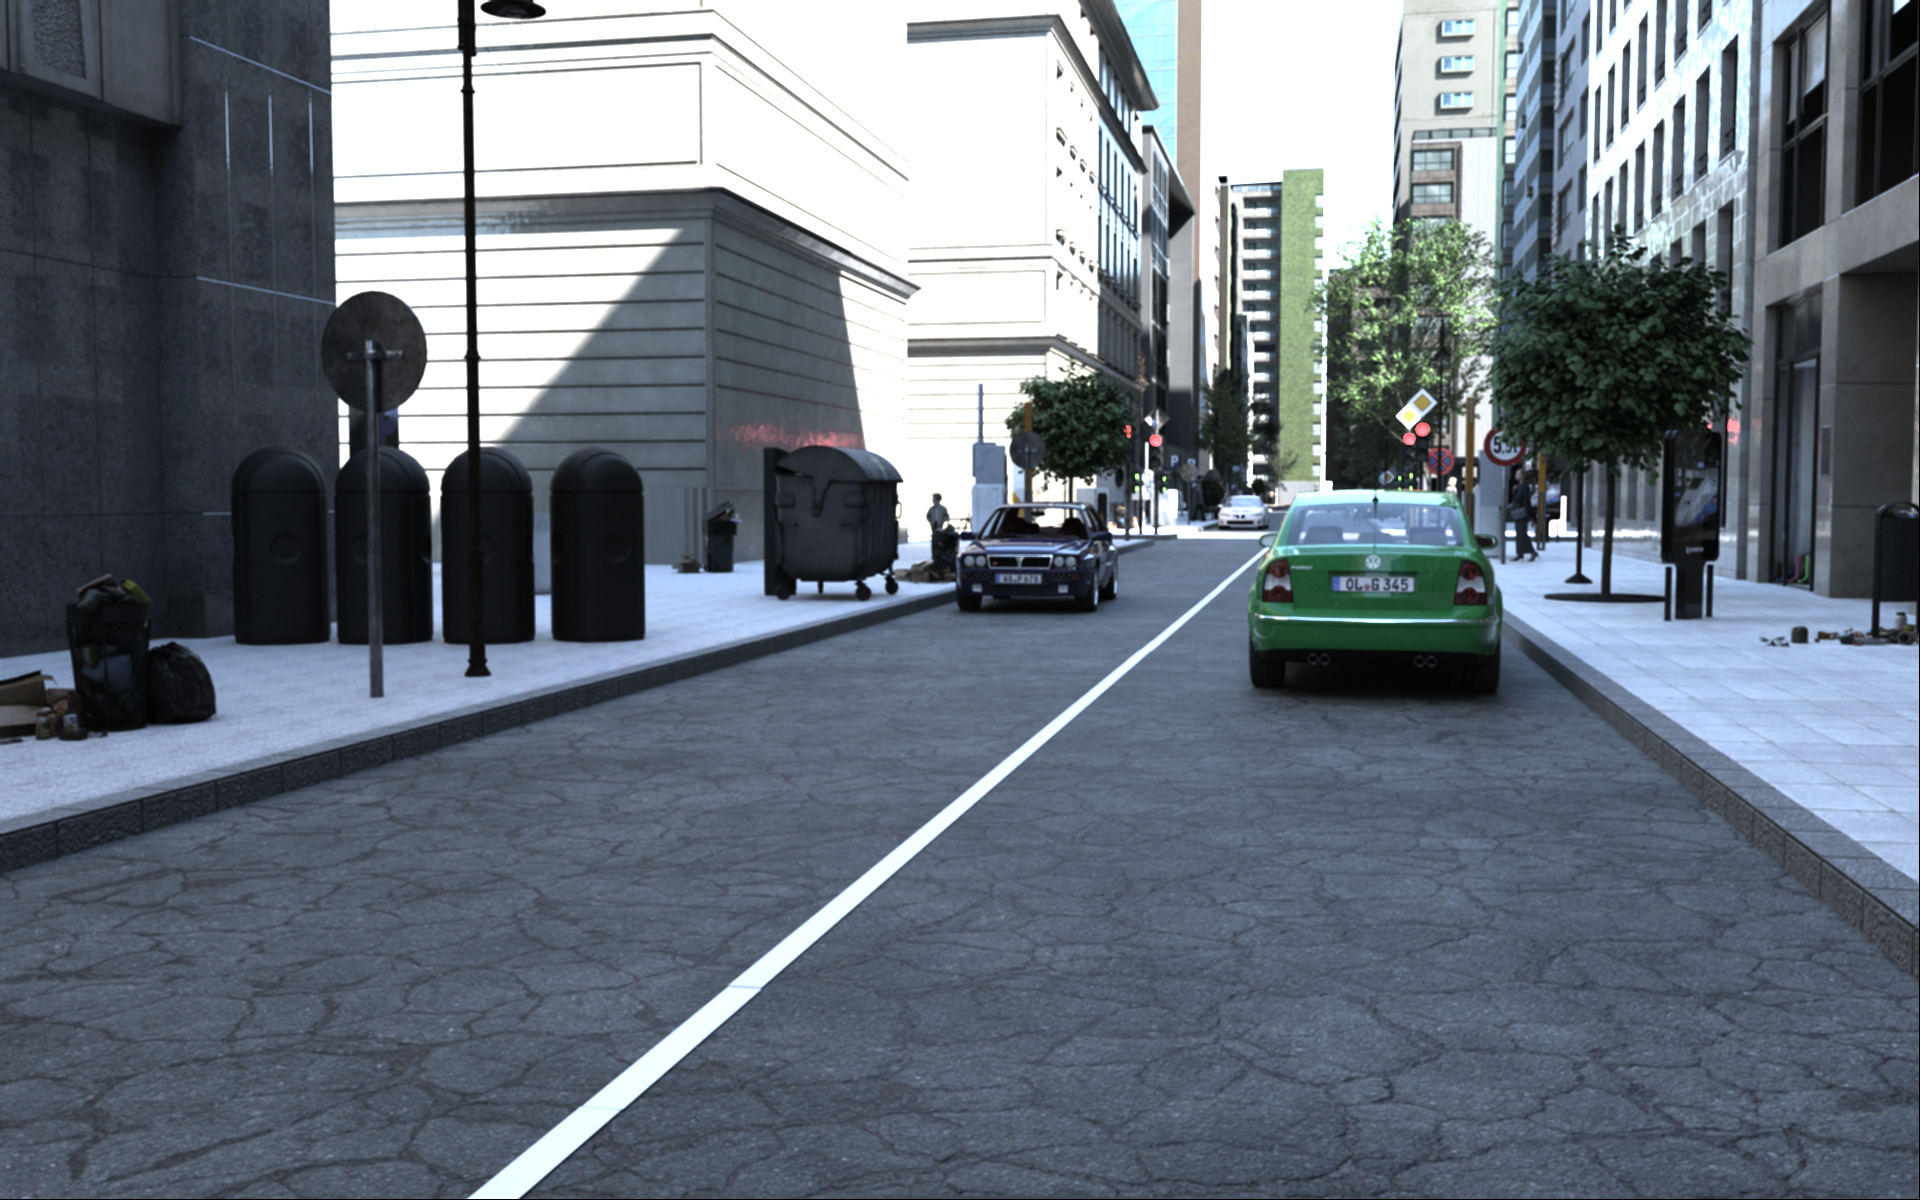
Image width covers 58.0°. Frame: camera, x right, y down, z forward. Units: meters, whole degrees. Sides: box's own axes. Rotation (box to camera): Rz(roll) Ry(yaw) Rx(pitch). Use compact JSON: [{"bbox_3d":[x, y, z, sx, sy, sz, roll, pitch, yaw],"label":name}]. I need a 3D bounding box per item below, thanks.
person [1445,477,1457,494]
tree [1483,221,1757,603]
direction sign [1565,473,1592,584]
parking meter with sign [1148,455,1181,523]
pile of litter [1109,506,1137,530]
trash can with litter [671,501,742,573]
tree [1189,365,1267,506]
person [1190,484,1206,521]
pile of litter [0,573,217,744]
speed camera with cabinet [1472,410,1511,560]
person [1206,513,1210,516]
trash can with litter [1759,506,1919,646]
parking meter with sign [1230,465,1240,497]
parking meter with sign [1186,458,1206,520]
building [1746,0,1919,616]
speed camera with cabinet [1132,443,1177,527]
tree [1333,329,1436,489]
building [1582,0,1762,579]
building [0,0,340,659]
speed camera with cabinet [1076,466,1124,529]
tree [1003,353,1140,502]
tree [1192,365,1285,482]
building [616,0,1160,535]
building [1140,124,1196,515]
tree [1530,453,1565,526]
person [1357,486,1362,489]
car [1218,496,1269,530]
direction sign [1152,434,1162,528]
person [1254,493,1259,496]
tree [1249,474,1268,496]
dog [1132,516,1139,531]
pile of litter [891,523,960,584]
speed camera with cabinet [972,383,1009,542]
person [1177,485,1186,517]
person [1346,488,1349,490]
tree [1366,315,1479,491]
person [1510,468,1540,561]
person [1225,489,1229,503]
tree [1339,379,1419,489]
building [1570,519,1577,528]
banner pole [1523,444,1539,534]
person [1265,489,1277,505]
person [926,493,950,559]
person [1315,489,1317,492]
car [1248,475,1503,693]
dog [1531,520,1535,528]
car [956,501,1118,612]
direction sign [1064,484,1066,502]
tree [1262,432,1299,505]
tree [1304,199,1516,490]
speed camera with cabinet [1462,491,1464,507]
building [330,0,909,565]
[{"bbox_3d":[15.310,-2.915,53.889,0.709,1.800,0.728,-3,4,-37],"label":"person"},{"bbox_3d":[7.852,-2.278,20.960,4.285,4.588,4.351,0,3,0],"label":"tree"},{"bbox_3d":[8.931,-2.012,24.900,0.379,3.537,0.876,0,4,-7],"label":"direction sign"},{"bbox_3d":[8.950,-4.885,76.132,0.543,3.016,1.738,3,5,44],"label":"parking meter with sign"},{"bbox_3d":[5.650,-2.977,62.632,1.719,0.858,1.176,-1,4,-15],"label":"pile of litter"},{"bbox_3d":[-4.137,-1.033,28.276,1.055,1.170,0.624,-2,4,-27],"label":"trash can with litter"},{"bbox_3d":[14.858,-9.004,97.579,4.737,8.622,4.395,0,3,0],"label":"tree"},{"bbox_3d":[11.171,-4.586,81.420,0.834,1.777,0.661,0,4,7],"label":"person"},{"bbox_3d":[-4.875,0.272,9.520,1.176,0.858,1.719,3,5,41],"label":"pile of litter"},{"bbox_3d":[10.612,-2.466,34.659,0.660,3.252,2.038,1,4,13],"label":"speed camera with cabinet"},{"bbox_3d":[14.201,-5.722,99.783,0.709,1.800,0.728,-1,4,-12],"label":"person"},{"bbox_3d":[7.831,-0.251,15.159,2.233,1.210,1.678,-1,4,-18],"label":"trash can with litter"},{"bbox_3d":[16.533,-6.621,104.522,0.543,3.016,1.738,1,4,16],"label":"parking meter with sign"},{"bbox_3d":[11.600,-5.425,84.952,0.543,3.016,1.738,2,4,25],"label":"parking meter with sign"},{"bbox_3d":[17.472,-12.339,6.264,19.350,26.468,34.151,1,4,12],"label":"building"},{"bbox_3d":[7.555,-4.458,67.220,2.038,3.252,0.660,-3,5,-41],"label":"speed camera with cabinet"},{"bbox_3d":[28.952,-12.221,117.943,7.486,12.596,7.792,0,3,0],"label":"tree"},{"bbox_3d":[18.466,-10.868,32.446,10.420,20.320,16.860,1,4,12],"label":"building"},{"bbox_3d":[-14.178,-11.637,8.291,12.078,24.808,19.932,1,4,12],"label":"building"},{"bbox_3d":[3.669,-3.116,45.284,0.660,3.252,2.038,2,4,26],"label":"speed camera with cabinet"},{"bbox_3d":[2.632,-3.488,40.749,4.285,4.588,4.351,0,3,0],"label":"tree"},{"bbox_3d":[19.907,-11.628,124.533,7.601,10.594,8.767,-3,5,-39],"label":"tree"},{"bbox_3d":[-0.997,-14.748,74.411,16.112,22.955,30.059,1,4,12],"label":"building"},{"bbox_3d":[5.863,-17.437,104.153,14.314,24.678,30.058,1,4,12],"label":"building"},{"bbox_3d":[23.710,-4.605,69.891,1.663,3.219,1.824,0,3,0],"label":"tree"},{"bbox_3d":[18.405,-4.353,79.850,0.728,1.800,0.709,3,5,43],"label":"person"},{"bbox_3d":[11.670,-3.594,71.122,2.083,1.381,4.827,1,4,13],"label":"car"},{"bbox_3d":[7.441,-4.481,65.259,0.379,3.537,0.876,2,4,28],"label":"direction sign"},{"bbox_3d":[31.332,-10.816,182.893,0.705,1.823,1.348,-1,4,-16],"label":"person"},{"bbox_3d":[29.274,-10.623,168.290,1.663,3.219,1.824,0,3,0],"label":"tree"},{"bbox_3d":[6.192,-2.668,60.459,0.406,0.507,0.540,0,4,-4],"label":"dog"},{"bbox_3d":[-0.459,-0.710,25.572,1.176,0.858,1.719,1,4,13],"label":"pile of litter"},{"bbox_3d":[0.525,-2.203,30.359,0.660,3.252,2.038,0,4,2],"label":"speed camera with cabinet"},{"bbox_3d":[12.304,-5.551,97.161,0.694,1.780,0.624,-3,4,-36],"label":"person"},{"bbox_3d":[23.500,-5.896,105.099,0.606,1.804,0.583,1,4,15],"label":"person"},{"bbox_3d":[19.007,-7.372,70.899,4.737,8.622,4.395,0,3,0],"label":"tree"},{"bbox_3d":[10.788,-1.629,33.101,0.534,1.772,0.576,1,4,11],"label":"person"},{"bbox_3d":[20.389,-7.697,131.890,0.705,1.824,1.348,-2,4,-29],"label":"person"},{"bbox_3d":[26.697,-9.661,108.326,4.360,8.622,3.978,0,3,0],"label":"tree"},{"bbox_3d":[28.356,-22.948,58.794,14.086,41.232,14.154,1,4,12],"label":"building"},{"bbox_3d":[18.354,-4.009,55.571,0.401,3.779,0.863,-2,4,-28],"label":"banner pole"},{"bbox_3d":[35.166,-11.600,195.717,1.348,1.823,0.705,0,4,7],"label":"person"},{"bbox_3d":[-0.437,-1.463,34.237,0.475,1.303,0.640,0,4,-2],"label":"person"},{"bbox_3d":[31.118,-8.779,151.897,0.599,1.838,0.709,-2,4,-24],"label":"person"},{"bbox_3d":[3.360,-0.318,14.001,1.959,1.807,4.718,1,4,14],"label":"car"},{"bbox_3d":[21.766,-2.965,65.307,0.540,0.507,0.406,-2,4,-31],"label":"dog"},{"bbox_3d":[1.050,-0.604,22.450,1.945,1.354,3.894,1,4,11],"label":"car"},{"bbox_3d":[3.472,-3.984,57.128,0.876,3.537,0.379,-3,5,-40],"label":"direction sign"},{"bbox_3d":[36.812,-15.271,200.034,4.360,8.622,3.978,0,3,0],"label":"tree"},{"bbox_3d":[15.905,-8.292,61.330,9.928,11.665,9.643,0,3,0],"label":"tree"},{"bbox_3d":[29.539,-6.648,103.029,2.038,3.252,0.660,-2,4,-32],"label":"speed camera with cabinet"},{"bbox_3d":[-16.781,-12.675,40.518,30.059,22.955,16.112,1,4,12],"label":"building"}]
